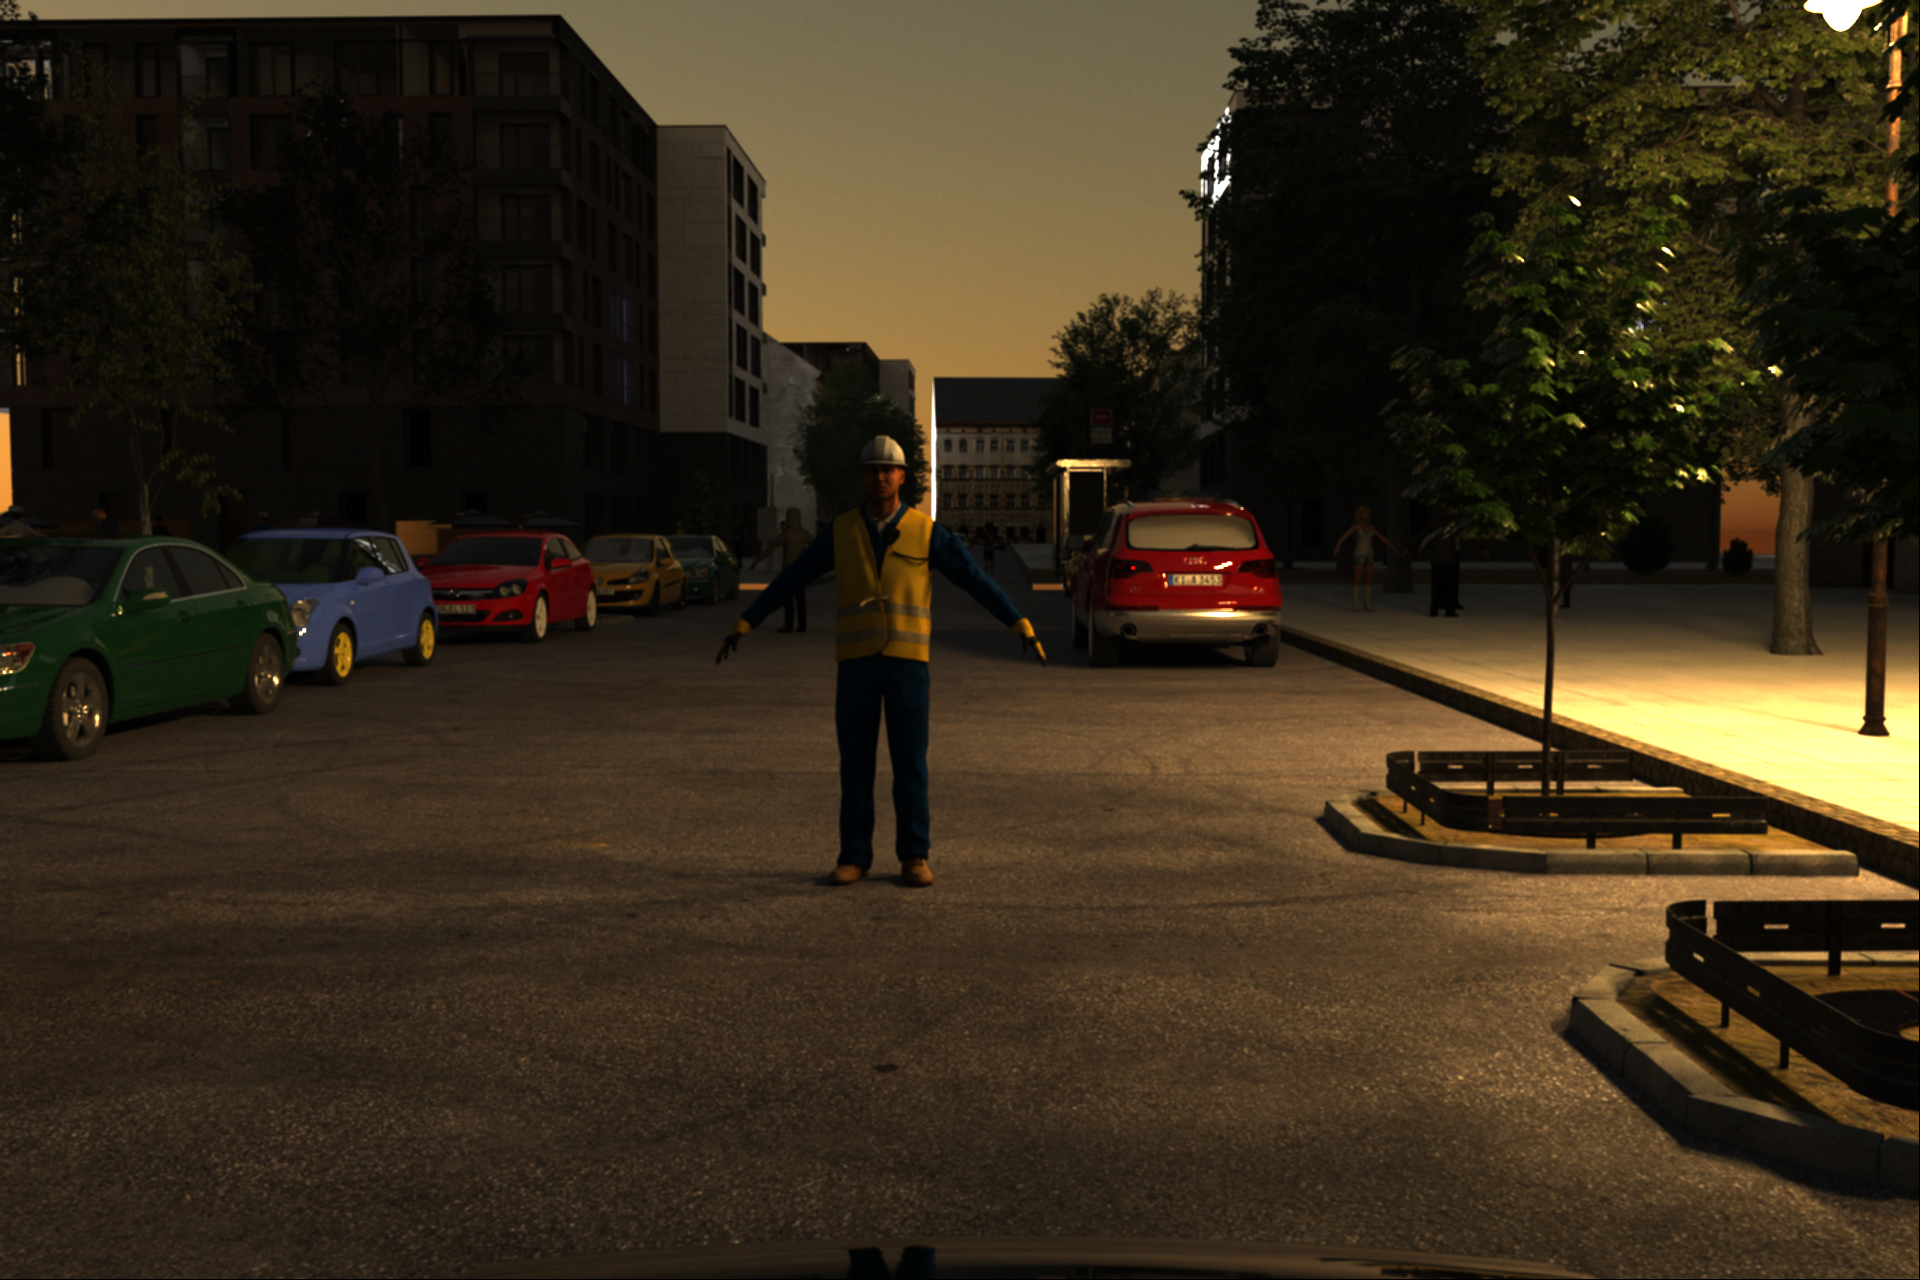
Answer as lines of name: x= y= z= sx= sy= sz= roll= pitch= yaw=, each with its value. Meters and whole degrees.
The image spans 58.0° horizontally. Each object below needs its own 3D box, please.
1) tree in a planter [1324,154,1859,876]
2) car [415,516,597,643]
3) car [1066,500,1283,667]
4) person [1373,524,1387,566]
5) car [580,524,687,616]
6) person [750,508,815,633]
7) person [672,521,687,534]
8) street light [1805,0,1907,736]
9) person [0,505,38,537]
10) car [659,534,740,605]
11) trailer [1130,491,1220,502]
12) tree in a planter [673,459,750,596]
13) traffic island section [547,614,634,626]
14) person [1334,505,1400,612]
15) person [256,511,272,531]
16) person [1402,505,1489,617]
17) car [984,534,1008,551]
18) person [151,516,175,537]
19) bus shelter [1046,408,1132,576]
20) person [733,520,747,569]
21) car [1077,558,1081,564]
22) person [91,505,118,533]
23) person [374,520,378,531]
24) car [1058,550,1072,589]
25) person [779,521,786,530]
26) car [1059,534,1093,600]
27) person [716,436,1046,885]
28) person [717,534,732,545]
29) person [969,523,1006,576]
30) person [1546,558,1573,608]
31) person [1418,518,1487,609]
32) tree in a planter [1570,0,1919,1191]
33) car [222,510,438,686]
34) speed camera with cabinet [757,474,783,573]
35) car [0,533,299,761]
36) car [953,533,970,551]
tree in a planter: x=2.805 y=-0.670 z=8.184 sx=1.991 sy=3.239 sz=1.994 roll=0 pitch=4 yaw=2
car: x=-6.350 y=-0.922 z=24.107 sx=2.155 sy=1.783 sz=4.494 roll=0 pitch=4 yaw=2
car: x=2.414 y=-0.704 z=20.184 sx=2.281 sy=1.827 sz=5.304 roll=0 pitch=4 yaw=0
person: x=17.196 y=-3.842 z=69.545 sx=1.216 sy=1.740 sz=0.721 roll=1 pitch=4 yaw=8
car: x=-6.086 y=-1.293 z=31.369 sx=2.015 sy=1.641 sz=3.980 roll=0 pitch=4 yaw=1
person: x=-2.436 y=-1.018 z=25.227 sx=1.348 sy=1.813 sz=0.705 roll=-3 pitch=4 yaw=-38
person: x=-10.842 y=-3.680 z=66.637 sx=1.216 sy=1.772 sz=0.721 roll=-3 pitch=5 yaw=-41
street light: x=5.840 y=-2.330 z=10.889 sx=0.468 sy=5.910 sz=1.993 roll=0 pitch=4 yaw=2
person: x=-16.311 y=-1.435 z=29.929 sx=1.216 sy=1.778 sz=0.721 roll=-3 pitch=5 yaw=-41
car: x=-5.780 y=-1.504 z=36.381 sx=2.131 sy=1.459 sz=4.920 roll=0 pitch=4 yaw=1
trailer: x=2.972 y=-1.086 z=24.812 sx=1.471 sy=1.999 sz=3.904 roll=0 pitch=4 yaw=1
tree in a planter: x=-6.066 y=-2.689 z=41.189 sx=1.991 sy=3.239 sz=1.994 roll=0 pitch=4 yaw=1
traffic island section: x=-6.387 y=-0.321 z=28.121 sx=1.991 sy=0.108 sz=1.994 roll=0 pitch=4 yaw=1
person: x=6.683 y=-1.340 z=28.524 sx=1.214 sy=1.753 sz=0.721 roll=-1 pitch=4 yaw=-18
person: x=-17.166 y=-2.250 z=42.671 sx=0.705 sy=1.842 sz=1.347 roll=0 pitch=4 yaw=2
person: x=7.504 y=-1.265 z=26.856 sx=1.348 sy=1.807 sz=0.705 roll=2 pitch=4 yaw=31
car: x=2.973 y=-8.207 z=143.973 sx=2.009 sy=1.686 sz=4.222 roll=0 pitch=4 yaw=0
person: x=-22.935 y=-2.668 z=49.752 sx=1.346 sy=1.812 sz=0.704 roll=1 pitch=4 yaw=18
bus shelter: x=3.784 y=-4.597 z=52.794 sx=2.179 sy=5.291 sz=8.768 roll=0 pitch=3 yaw=0
person: x=-8.142 y=-3.533 z=63.545 sx=0.705 sy=1.856 sz=1.354 roll=0 pitch=4 yaw=-1
car: x=3.006 y=-1.167 z=29.296 sx=2.015 sy=1.641 sz=3.980 roll=0 pitch=4 yaw=1
person: x=-14.137 y=-1.347 z=28.511 sx=0.683 sy=1.767 sz=0.568 roll=2 pitch=4 yaw=32
person: x=-22.282 y=-3.698 z=66.398 sx=1.347 sy=1.837 sz=0.705 roll=1 pitch=4 yaw=23
car: x=3.528 y=-1.952 z=44.492 sx=1.945 sy=1.354 sz=3.894 roll=0 pitch=4 yaw=0
person: x=-7.156 y=-3.880 z=69.631 sx=1.347 sy=1.806 sz=0.705 roll=2 pitch=4 yaw=24
car: x=3.240 y=-1.735 z=38.583 sx=2.015 sy=1.641 sz=3.980 roll=0 pitch=4 yaw=0
person: x=-0.320 y=0.080 z=7.122 sx=1.349 sy=1.833 sz=0.705 roll=0 pitch=4 yaw=4
person: x=-8.362 y=-3.199 z=58.436 sx=1.347 sy=1.817 sz=0.704 roll=-1 pitch=4 yaw=-10
person: x=0.986 y=-3.116 z=59.548 sx=1.345 sy=1.843 sz=0.704 roll=-1 pitch=4 yaw=-20
person: x=10.406 y=-1.429 z=30.135 sx=1.217 sy=1.736 sz=0.721 roll=-1 pitch=4 yaw=-20
person: x=8.385 y=-1.434 z=29.598 sx=1.344 sy=1.810 sz=0.704 roll=-1 pitch=4 yaw=-17
tree in a planter: x=2.748 y=-0.445 z=4.506 sx=1.991 sy=3.239 sz=1.994 roll=0 pitch=4 yaw=2
car: x=-6.623 y=-0.483 z=17.481 sx=1.945 sy=1.707 sz=3.694 roll=0 pitch=4 yaw=2
speed camera with cabinet: x=-6.363 y=-3.891 z=57.956 sx=0.660 sy=3.252 sz=2.038 roll=0 pitch=4 yaw=3
car: x=-6.440 y=-0.040 z=12.458 sx=2.131 sy=1.459 sz=4.920 roll=0 pitch=4 yaw=1
car: x=-0.346 y=-5.815 z=103.877 sx=1.959 sy=1.807 sz=4.718 roll=0 pitch=4 yaw=1
